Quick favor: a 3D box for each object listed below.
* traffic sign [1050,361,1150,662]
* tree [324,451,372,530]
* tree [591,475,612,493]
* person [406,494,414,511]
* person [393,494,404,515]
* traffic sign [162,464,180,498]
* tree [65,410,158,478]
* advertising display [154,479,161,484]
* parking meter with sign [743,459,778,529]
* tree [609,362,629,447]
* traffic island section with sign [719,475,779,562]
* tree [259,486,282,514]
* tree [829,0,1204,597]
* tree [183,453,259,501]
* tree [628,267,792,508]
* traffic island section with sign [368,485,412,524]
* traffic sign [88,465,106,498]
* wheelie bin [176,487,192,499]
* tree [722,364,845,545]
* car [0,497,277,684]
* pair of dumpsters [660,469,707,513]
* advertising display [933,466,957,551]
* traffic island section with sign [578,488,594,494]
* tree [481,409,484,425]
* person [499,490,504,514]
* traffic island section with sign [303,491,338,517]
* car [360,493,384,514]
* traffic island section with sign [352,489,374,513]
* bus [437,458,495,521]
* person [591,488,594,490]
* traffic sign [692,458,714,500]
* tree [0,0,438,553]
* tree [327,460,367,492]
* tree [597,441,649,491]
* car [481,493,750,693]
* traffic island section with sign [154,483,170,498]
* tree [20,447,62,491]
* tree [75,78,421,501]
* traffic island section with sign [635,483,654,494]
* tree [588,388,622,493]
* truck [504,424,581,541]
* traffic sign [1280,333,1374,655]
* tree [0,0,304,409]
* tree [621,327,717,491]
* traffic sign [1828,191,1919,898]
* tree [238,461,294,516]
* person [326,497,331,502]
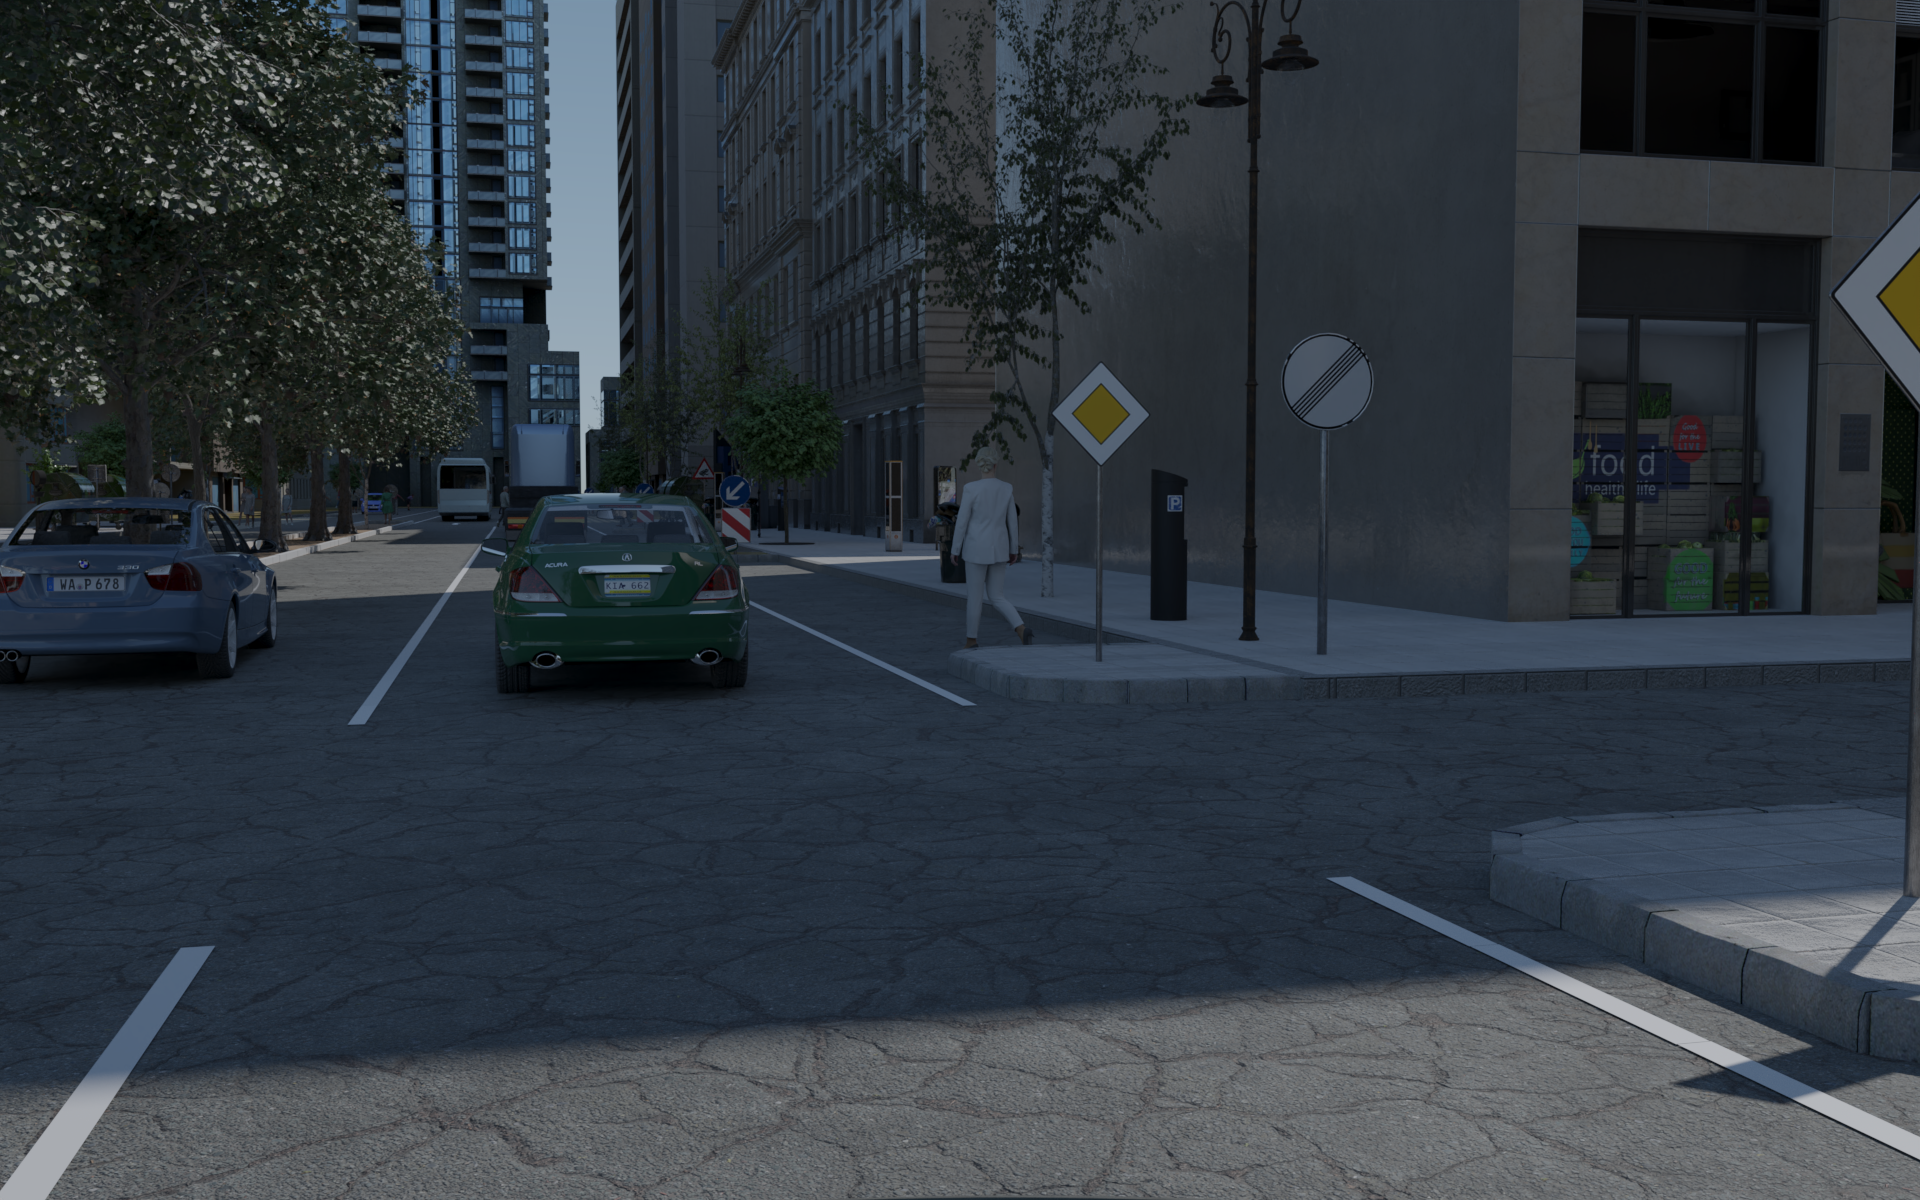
[{"bbox_3d":[1.061,-0.585,13.202,0.795,2.450,0.064,-1,4,-14],"label":"traffic sign"},{"bbox_3d":[-23.746,-7.109,69.054,4.360,8.622,3.978,0,3,0],"label":"tree"},{"bbox_3d":[-29.788,-9.196,144.958,1.663,3.219,1.824,0,3,0],"label":"tree"},{"bbox_3d":[-47.729,-8.476,150.308,0.697,1.427,0.421,-2,4,-33],"label":"person"},{"bbox_3d":[-39.200,-6.789,120.223,1.217,1.743,0.721,-1,4,-13],"label":"person"},{"bbox_3d":[-33.232,-4.455,72.951,0.768,2.556,0.104,-1,4,-8],"label":"traffic sign"},{"bbox_3d":[-33.067,-5.138,67.728,4.285,4.588,4.351,0,3,0],"label":"tree"},{"bbox_3d":[-34.189,-4.160,73.225,0.974,1.923,0.123,1,4,22],"label":"advertising display"},{"bbox_3d":[-7.378,-4.130,63.782,0.543,3.016,1.738,2,4,28],"label":"parking meter with sign"},{"bbox_3d":[-16.481,-8.638,91.591,4.737,8.622,4.395,0,3,0],"label":"tree"},{"bbox_3d":[-5.017,-1.745,37.157,1.989,1.847,2.006,-1,4,-14],"label":"traffic island section with sign"},{"bbox_3d":[-43.750,-9.816,110.850,4.737,8.622,4.395,0,3,0],"label":"tree"},{"bbox_3d":[0.859,-4.345,21.399,4.360,8.622,3.978,0,3,0],"label":"tree"},{"bbox_3d":[-37.617,-8.280,85.748,4.737,8.622,4.395,0,3,0],"label":"tree"},{"bbox_3d":[-7.237,-6.426,55.420,4.737,8.622,4.395,0,3,0],"label":"tree"},{"bbox_3d":[-27.400,-4.593,83.233,2.006,1.907,1.989,-1,4,-14],"label":"traffic island section with sign"},{"bbox_3d":[-30.219,-3.581,60.673,0.606,2.300,0.079,0,4,-7],"label":"traffic sign"},{"bbox_3d":[-34.733,-4.260,77.564,0.693,1.594,0.980,-2,4,-26],"label":"wheelie bin"},{"bbox_3d":[-4.433,-3.700,44.203,4.285,4.588,4.351,0,3,0],"label":"tree"},{"bbox_3d":[-6.849,-0.153,14.509,2.014,1.417,4.499,-1,4,-15],"label":"car"},{"bbox_3d":[-10.996,-4.065,68.951,1.574,2.255,4.437,-1,4,-14],"label":"pair of dumpsters"},{"bbox_3d":[-0.339,-2.106,39.653,0.123,1.923,0.974,2,4,26],"label":"advertising display"},{"bbox_3d":[-24.132,-6.328,112.083,1.989,1.847,2.006,-1,4,-14],"label":"traffic island section with sign"},{"bbox_3d":[-19.586,-8.138,52.530,9.611,12.733,9.660,0,3,0],"label":"tree"},{"bbox_3d":[-32.525,-6.950,123.048,0.530,1.710,0.541,-1,4,-12],"label":"person"},{"bbox_3d":[-39.804,-6.072,107.905,1.989,1.847,2.006,-1,4,-14],"label":"traffic island section with sign"},{"bbox_3d":[-41.581,-6.942,123.087,1.945,1.707,3.694,-1,4,-15],"label":"car"},{"bbox_3d":[-46.473,-7.670,134.026,1.989,1.847,2.006,-1,4,-14],"label":"traffic island section with sign"},{"bbox_3d":[-27.056,-6.124,94.984,2.948,3.499,13.247,-1,4,-14],"label":"bus"},{"bbox_3d":[-24.775,-6.606,116.516,0.705,1.824,1.348,0,4,-8],"label":"person"},{"bbox_3d":[-9.117,-3.780,61.811,0.884,2.594,0.081,-1,4,-12],"label":"traffic sign"},{"bbox_3d":[-16.975,-7.516,42.344,9.611,12.733,9.660,0,3,0],"label":"tree"},{"bbox_3d":[-52.592,-10.091,148.700,4.285,4.588,4.351,0,3,0],"label":"tree"},{"bbox_3d":[-21.086,-7.631,108.476,4.285,4.588,4.351,0,3,0],"label":"tree"},{"bbox_3d":[-2.799,-0.137,14.043,2.131,1.459,4.920,-1,4,-13],"label":"car"},{"bbox_3d":[-27.405,-3.096,59.254,1.989,1.847,2.006,-1,4,-14],"label":"traffic island section with sign"},{"bbox_3d":[-32.725,-4.131,62.145,1.663,3.219,1.824,0,3,0],"label":"tree"},{"bbox_3d":[-14.879,-5.939,33.974,8.767,10.594,7.601,-1,4,-14],"label":"tree"},{"bbox_3d":[-11.674,-3.343,63.280,1.989,1.847,2.006,-1,4,-14],"label":"traffic island section with sign"},{"bbox_3d":[-23.783,-10.383,120.123,4.360,8.622,3.978,0,3,0],"label":"tree"},{"bbox_3d":[-14.704,-4.369,61.199,2.967,4.110,18.799,-1,4,-14],"label":"truck"},{"bbox_3d":[2.895,-0.836,13.777,0.768,2.556,0.104,-1,4,-9],"label":"traffic sign"},{"bbox_3d":[-9.680,-6.417,14.031,9.857,13.997,8.962,0,3,0],"label":"tree"},{"bbox_3d":[-12.679,-7.686,76.032,4.360,8.622,3.978,0,3,0],"label":"tree"},{"bbox_3d":[3.035,-0.111,5.464,0.795,2.450,0.064,-1,4,-14],"label":"traffic sign"},{"bbox_3d":[-41.329,-7.314,103.297,4.285,4.588,4.351,0,3,0],"label":"tree"},{"bbox_3d":[-40.618,-6.209,110.022,1.348,1.824,0.705,-3,5,-42],"label":"person"}]
